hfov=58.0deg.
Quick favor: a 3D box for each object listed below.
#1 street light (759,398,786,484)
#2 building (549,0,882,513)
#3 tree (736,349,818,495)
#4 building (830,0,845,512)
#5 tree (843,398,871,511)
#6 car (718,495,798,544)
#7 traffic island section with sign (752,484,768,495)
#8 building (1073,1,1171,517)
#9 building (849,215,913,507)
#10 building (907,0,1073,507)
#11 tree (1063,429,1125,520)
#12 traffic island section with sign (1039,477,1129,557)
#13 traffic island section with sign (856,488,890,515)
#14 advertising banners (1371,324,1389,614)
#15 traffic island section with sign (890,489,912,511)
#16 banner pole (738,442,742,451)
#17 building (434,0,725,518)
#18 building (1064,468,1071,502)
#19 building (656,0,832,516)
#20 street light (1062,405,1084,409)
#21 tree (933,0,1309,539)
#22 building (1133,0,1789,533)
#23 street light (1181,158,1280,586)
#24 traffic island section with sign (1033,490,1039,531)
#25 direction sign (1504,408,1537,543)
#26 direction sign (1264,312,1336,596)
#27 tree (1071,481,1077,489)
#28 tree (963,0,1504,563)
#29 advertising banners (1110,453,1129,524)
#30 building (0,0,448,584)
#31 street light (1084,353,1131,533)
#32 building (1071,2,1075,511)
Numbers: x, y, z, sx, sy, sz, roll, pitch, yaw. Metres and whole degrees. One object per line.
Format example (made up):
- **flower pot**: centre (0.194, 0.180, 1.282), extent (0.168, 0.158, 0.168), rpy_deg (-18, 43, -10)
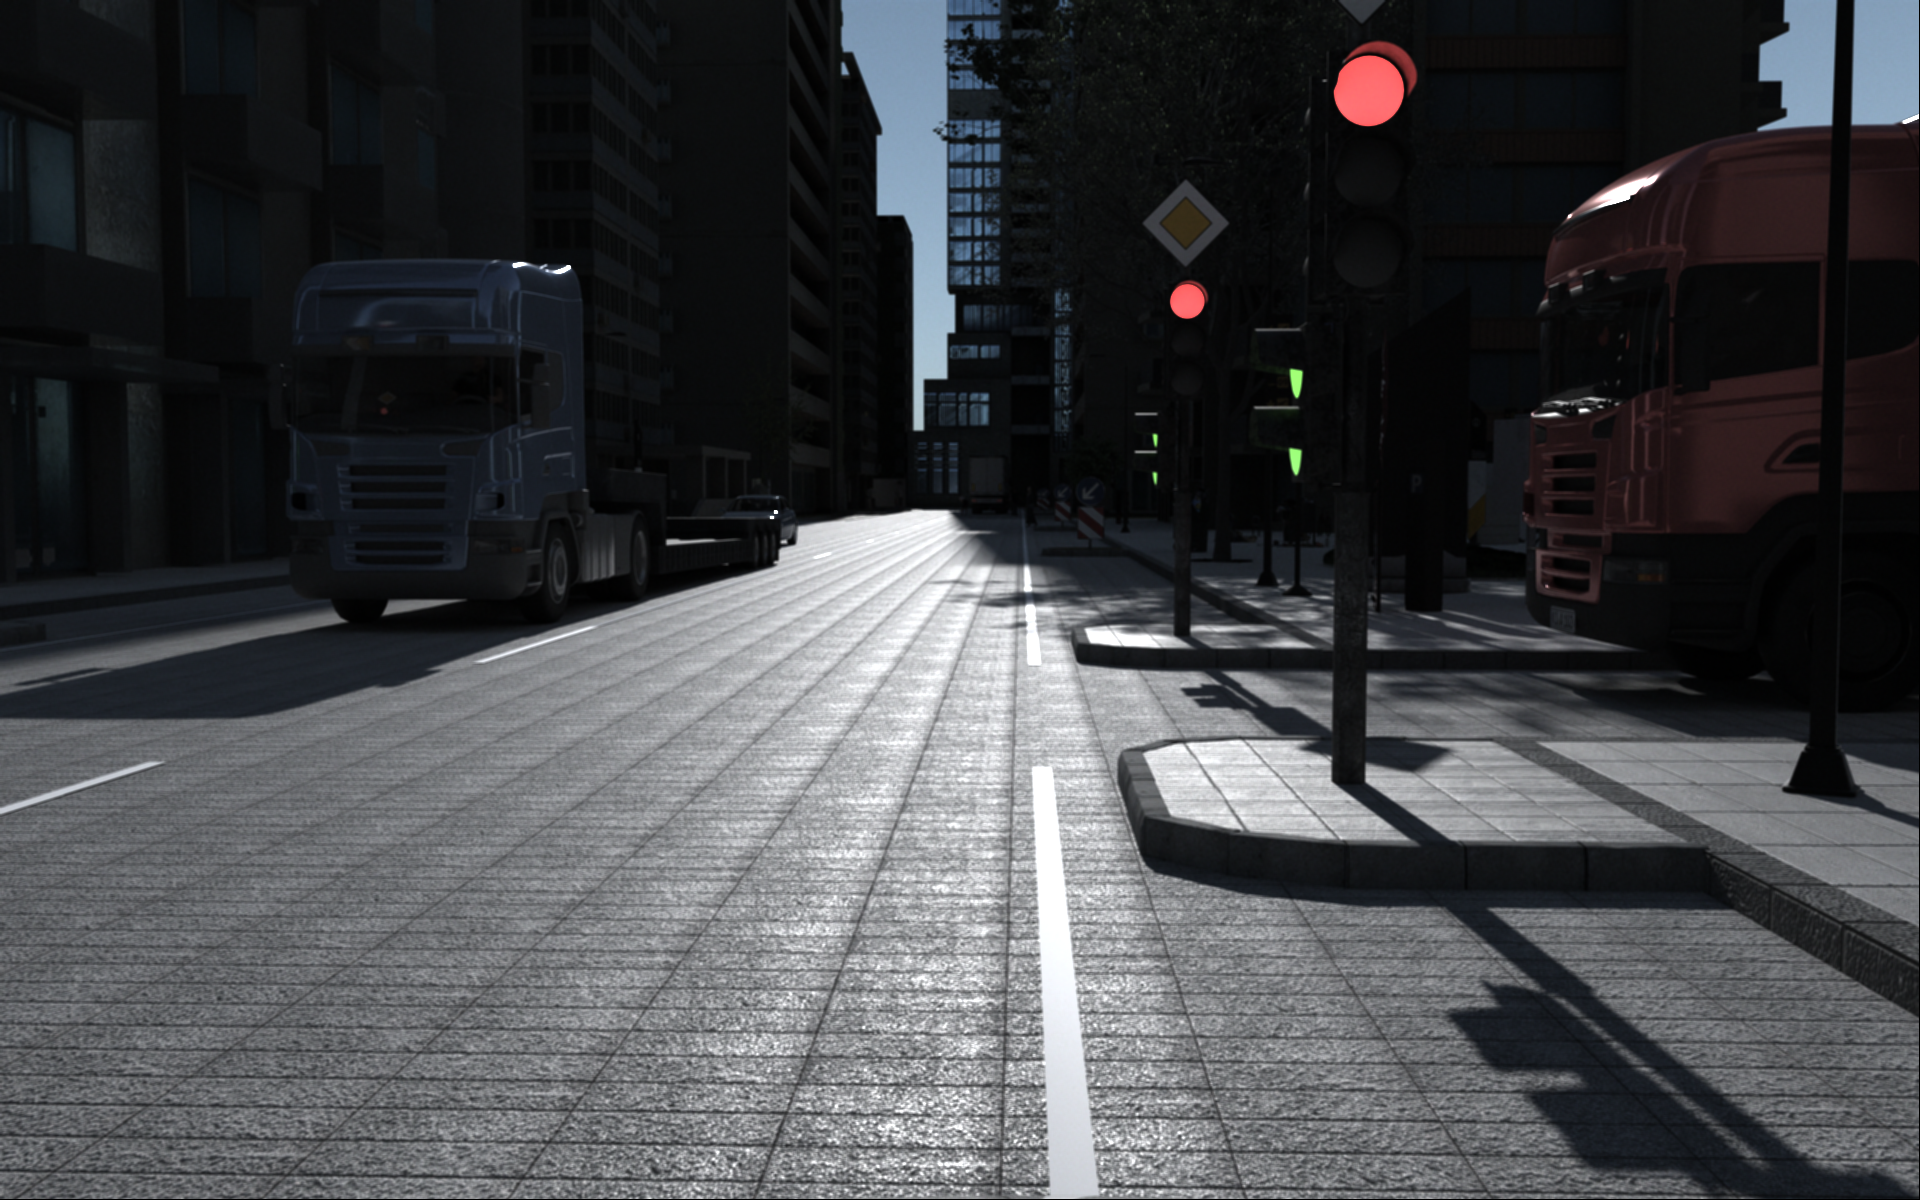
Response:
- **street light**: centre (-9.115, -6.804, 83.780), extent (1.470, 5.913, 1.316), rpy_deg (0, 4, 2)
- **building**: centre (-19.332, -28.142, 152.002), extent (23.993, 40.220, 32.217), rpy_deg (0, 4, 2)
- **tree**: centre (-9.657, -8.477, 88.955), extent (4.737, 8.622, 4.395), rpy_deg (0, 3, 0)
- **building**: centre (-15.786, -26.714, 120.371), extent (14.154, 41.232, 14.086), rpy_deg (0, 4, 2)
- **tree**: centre (-8.951, -11.126, 132.273), extent (4.360, 8.622, 3.978), rpy_deg (0, 3, 0)
- **car**: centre (-5.638, -2.221, 48.320), extent (2.014, 1.417, 4.499), rpy_deg (0, 4, 4)
- **traffic island section with sign**: centre (-7.842, -3.623, 67.867), extent (1.989, 1.847, 2.006), rpy_deg (0, 4, 2)
- **building**: centre (17.991, -29.498, 105.993), extent (21.300, 48.544, 21.600), rpy_deg (0, 4, 2)
- **building**: centre (-12.170, -25.075, 181.671), extent (14.107, 30.474, 14.160), rpy_deg (0, 4, 2)
- **building**: centre (10.541, -53.293, 184.019), extent (31.000, 86.520, 22.319), rpy_deg (0, 4, 2)
- **tree**: centre (6.749, -6.345, 87.447), extent (4.285, 4.588, 4.351), rpy_deg (0, 3, 0)
- **traffic island section with sign**: centre (2.912, -1.947, 40.463), extent (1.989, 1.847, 2.006), rpy_deg (0, 4, 2)
- **traffic island section with sign**: centre (-6.049, -6.720, 118.499), extent (1.989, 1.847, 2.006), rpy_deg (0, 4, 2)
- **advertising banners**: centre (4.591, -1.392, 18.944), extent (0.090, 3.025, 2.074), rpy_deg (1, 4, 12)
- **traffic island section with sign**: centre (-5.089, -8.368, 145.437), extent (1.989, 1.847, 2.006), rpy_deg (0, 4, 2)
- **banner pole**: centre (-10.590, -5.701, 83.224), extent (0.401, 3.779, 0.863), rpy_deg (0, 4, 5)
- **building**: centre (-25.031, -22.902, 66.329), extent (32.217, 40.220, 23.993), rpy_deg (0, 4, 2)
- **building**: centre (19.950, -43.820, 154.710), extent (20.563, 71.187, 20.611), rpy_deg (0, 4, 2)
- **building**: centre (-19.386, -29.253, 101.981), extent (21.300, 48.544, 21.600), rpy_deg (0, 4, 2)
- **street light**: centre (6.045, -7.223, 90.635), extent (1.470, 5.913, 1.316), rpy_deg (0, 4, 2)
- **tree**: centre (5.477, -11.759, 48.154), extent (12.611, 20.169, 13.585), rpy_deg (0, 3, 0)
- **building**: centre (18.642, -25.335, 68.854), extent (22.147, 44.769, 28.867), rpy_deg (0, 4, 2)
- **street light**: centre (3.758, -3.151, 24.067), extent (1.470, 5.913, 1.316), rpy_deg (0, 4, 2)
- **traffic island section with sign**: centre (3.871, -3.595, 67.402), extent (1.989, 1.847, 2.006), rpy_deg (0, 4, 2)
- **direction sign**: centre (14.750, -3.283, 45.676), extent (0.876, 3.537, 0.379), rpy_deg (0, 4, -4)
- **direction sign**: centre (4.263, -1.823, 21.800), extent (0.876, 3.537, 0.379), rpy_deg (1, 4, 19)
- **tree**: centre (6.705, -6.042, 93.396), extent (1.663, 3.219, 1.824), rpy_deg (0, 3, 0)
- **tree**: centre (5.081, -7.468, 32.465), extent (12.009, 13.543, 11.850), rpy_deg (0, 3, 0)
- **advertising banners**: centre (6.794, -4.754, 73.917), extent (0.090, 3.025, 2.074), rpy_deg (2, 4, 28)
- **building**: centre (-23.360, -25.151, 30.820), extent (23.786, 49.044, 30.456), rpy_deg (0, 4, 2)
- **street light**: centre (4.950, -5.187, 57.349), extent (1.470, 5.913, 1.316), rpy_deg (0, 4, 2)
- **building**: centre (19.000, -36.009, 130.749), extent (21.231, 58.520, 28.212), rpy_deg (0, 4, 2)
